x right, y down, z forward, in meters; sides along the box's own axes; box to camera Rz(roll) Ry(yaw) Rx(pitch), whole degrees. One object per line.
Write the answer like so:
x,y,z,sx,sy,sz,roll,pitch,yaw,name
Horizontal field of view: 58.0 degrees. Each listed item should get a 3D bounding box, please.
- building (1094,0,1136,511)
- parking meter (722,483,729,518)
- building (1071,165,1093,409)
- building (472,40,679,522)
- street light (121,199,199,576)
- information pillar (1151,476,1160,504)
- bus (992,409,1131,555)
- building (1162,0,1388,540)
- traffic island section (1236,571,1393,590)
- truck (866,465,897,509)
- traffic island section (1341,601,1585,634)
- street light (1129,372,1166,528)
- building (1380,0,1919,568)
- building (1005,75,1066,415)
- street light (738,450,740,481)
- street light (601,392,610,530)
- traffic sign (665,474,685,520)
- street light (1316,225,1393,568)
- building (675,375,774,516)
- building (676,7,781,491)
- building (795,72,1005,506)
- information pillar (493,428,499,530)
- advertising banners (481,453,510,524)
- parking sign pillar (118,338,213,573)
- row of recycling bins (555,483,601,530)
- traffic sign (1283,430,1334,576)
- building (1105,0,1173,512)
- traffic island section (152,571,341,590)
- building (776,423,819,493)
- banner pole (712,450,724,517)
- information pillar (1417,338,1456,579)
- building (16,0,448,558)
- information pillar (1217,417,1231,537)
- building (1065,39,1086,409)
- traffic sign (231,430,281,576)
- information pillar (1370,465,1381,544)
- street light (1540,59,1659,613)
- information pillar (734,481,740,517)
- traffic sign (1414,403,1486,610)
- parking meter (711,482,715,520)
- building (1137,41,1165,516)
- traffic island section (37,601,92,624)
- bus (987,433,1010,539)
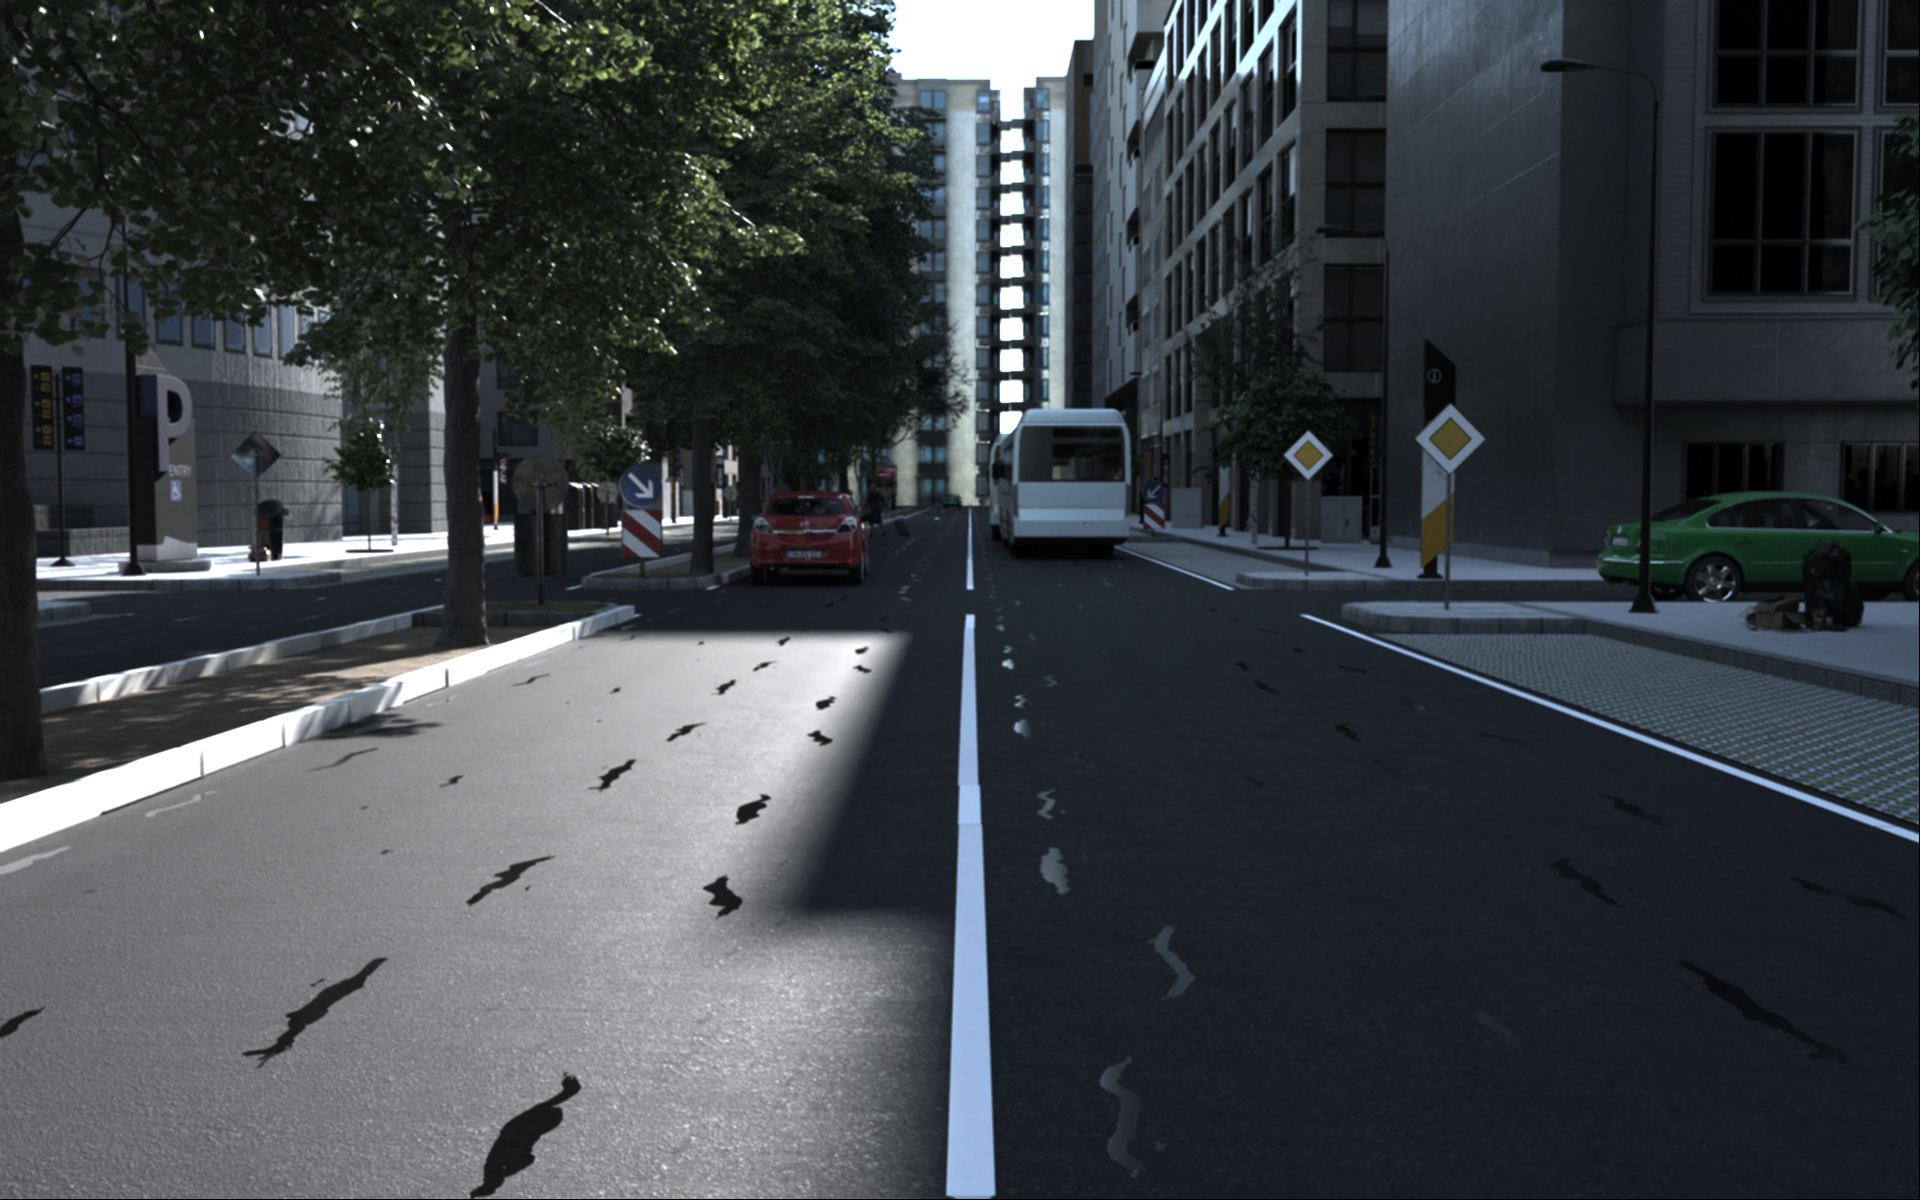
18.124,-29.963,140.001,14.600,45.320,14.200,0,4,0,building
-12.397,-5.248,91.521,0.255,1.863,0.399,1,4,8,parking meter
16.795,-23.418,154.590,14.160,30.474,14.107,0,4,0,building
-21.815,-19.053,83.217,14.160,30.474,14.107,0,4,0,building
-12.452,-3.334,27.053,1.470,5.913,1.316,0,4,0,street light
8.060,-4.104,71.588,0.304,2.012,0.304,-1,4,-9,information pillar
2.397,-3.003,43.963,2.948,3.499,13.247,0,4,0,bus
19.090,-15.906,64.581,19.350,26.468,34.151,0,4,0,building
5.461,-0.300,27.188,2.009,0.180,2.903,0,4,0,traffic island section
-7.470,-10.955,168.024,2.839,4.237,11.283,0,4,-1,truck
5.414,0.188,19.203,2.009,0.180,2.903,0,4,0,traffic island section
7.136,-5.714,65.972,1.470,5.913,1.316,0,4,0,street light
25.137,-13.176,34.491,30.058,24.678,14.314,0,4,0,building
20.961,-35.386,198.164,30.456,49.044,23.786,0,4,0,building
-12.100,-7.741,99.105,1.470,5.913,1.316,0,4,0,street light
-12.330,-5.513,62.681,1.470,5.913,1.316,0,4,0,street light
-12.733,-4.730,77.343,0.884,2.594,0.081,0,4,3,traffic sign
6.858,-3.521,30.114,1.470,5.913,1.316,0,4,0,street light
-28.130,-16.659,117.419,27.650,21.520,28.899,0,4,0,building
-22.103,-29.851,138.167,14.600,45.320,14.200,0,4,0,building
-9.487,-35.466,199.483,30.456,49.044,23.786,0,4,0,building
-16.590,-4.312,61.852,0.183,3.616,0.504,0,4,-7,information pillar
-20.297,-4.768,74.143,2.074,3.025,0.090,0,4,-1,advertising banners
-13.215,-2.461,28.717,1.447,3.967,1.447,0,4,5,parking sign pillar
-13.830,-3.396,62.643,1.069,1.692,3.534,0,4,5,row of recycling bins
5.437,-1.435,27.111,0.795,2.450,0.064,0,4,0,traffic sign
24.482,-32.397,118.929,28.713,52.752,27.495,0,4,0,building
-11.080,-0.306,27.289,2.009,0.180,2.903,0,4,0,traffic island section
-30.051,-52.062,163.883,31.000,86.520,22.319,0,4,0,building
-13.867,-6.667,99.021,0.863,3.779,0.401,0,4,-8,banner pole
7.216,-2.130,26.173,0.504,3.616,0.183,0,4,-4,information pillar
-27.713,-30.738,44.563,21.231,58.520,28.212,0,4,0,building
7.987,-3.726,52.280,0.183,3.616,0.504,-1,4,-23,information pillar
17.522,-31.716,168.668,14.600,45.320,14.200,0,4,0,building
-11.057,-1.442,27.227,0.795,2.450,0.064,0,4,0,traffic sign
10.672,-2.429,44.205,0.304,2.012,0.304,3,5,40,information pillar
6.895,-2.821,18.660,1.470,5.913,1.316,0,4,0,street light
-12.571,-5.718,97.977,0.304,2.012,0.304,-2,4,-25,information pillar
5.390,-0.947,19.126,0.795,2.450,0.064,0,4,0,traffic sign
-12.447,-4.935,86.405,0.399,1.863,0.255,3,5,43,parking meter
16.440,-16.738,91.682,12.078,24.808,19.932,0,4,0,building
-11.127,0.182,19.304,2.009,0.180,2.903,0,4,0,traffic island section
2.325,-3.893,58.510,2.948,3.499,13.247,0,4,1,bus
